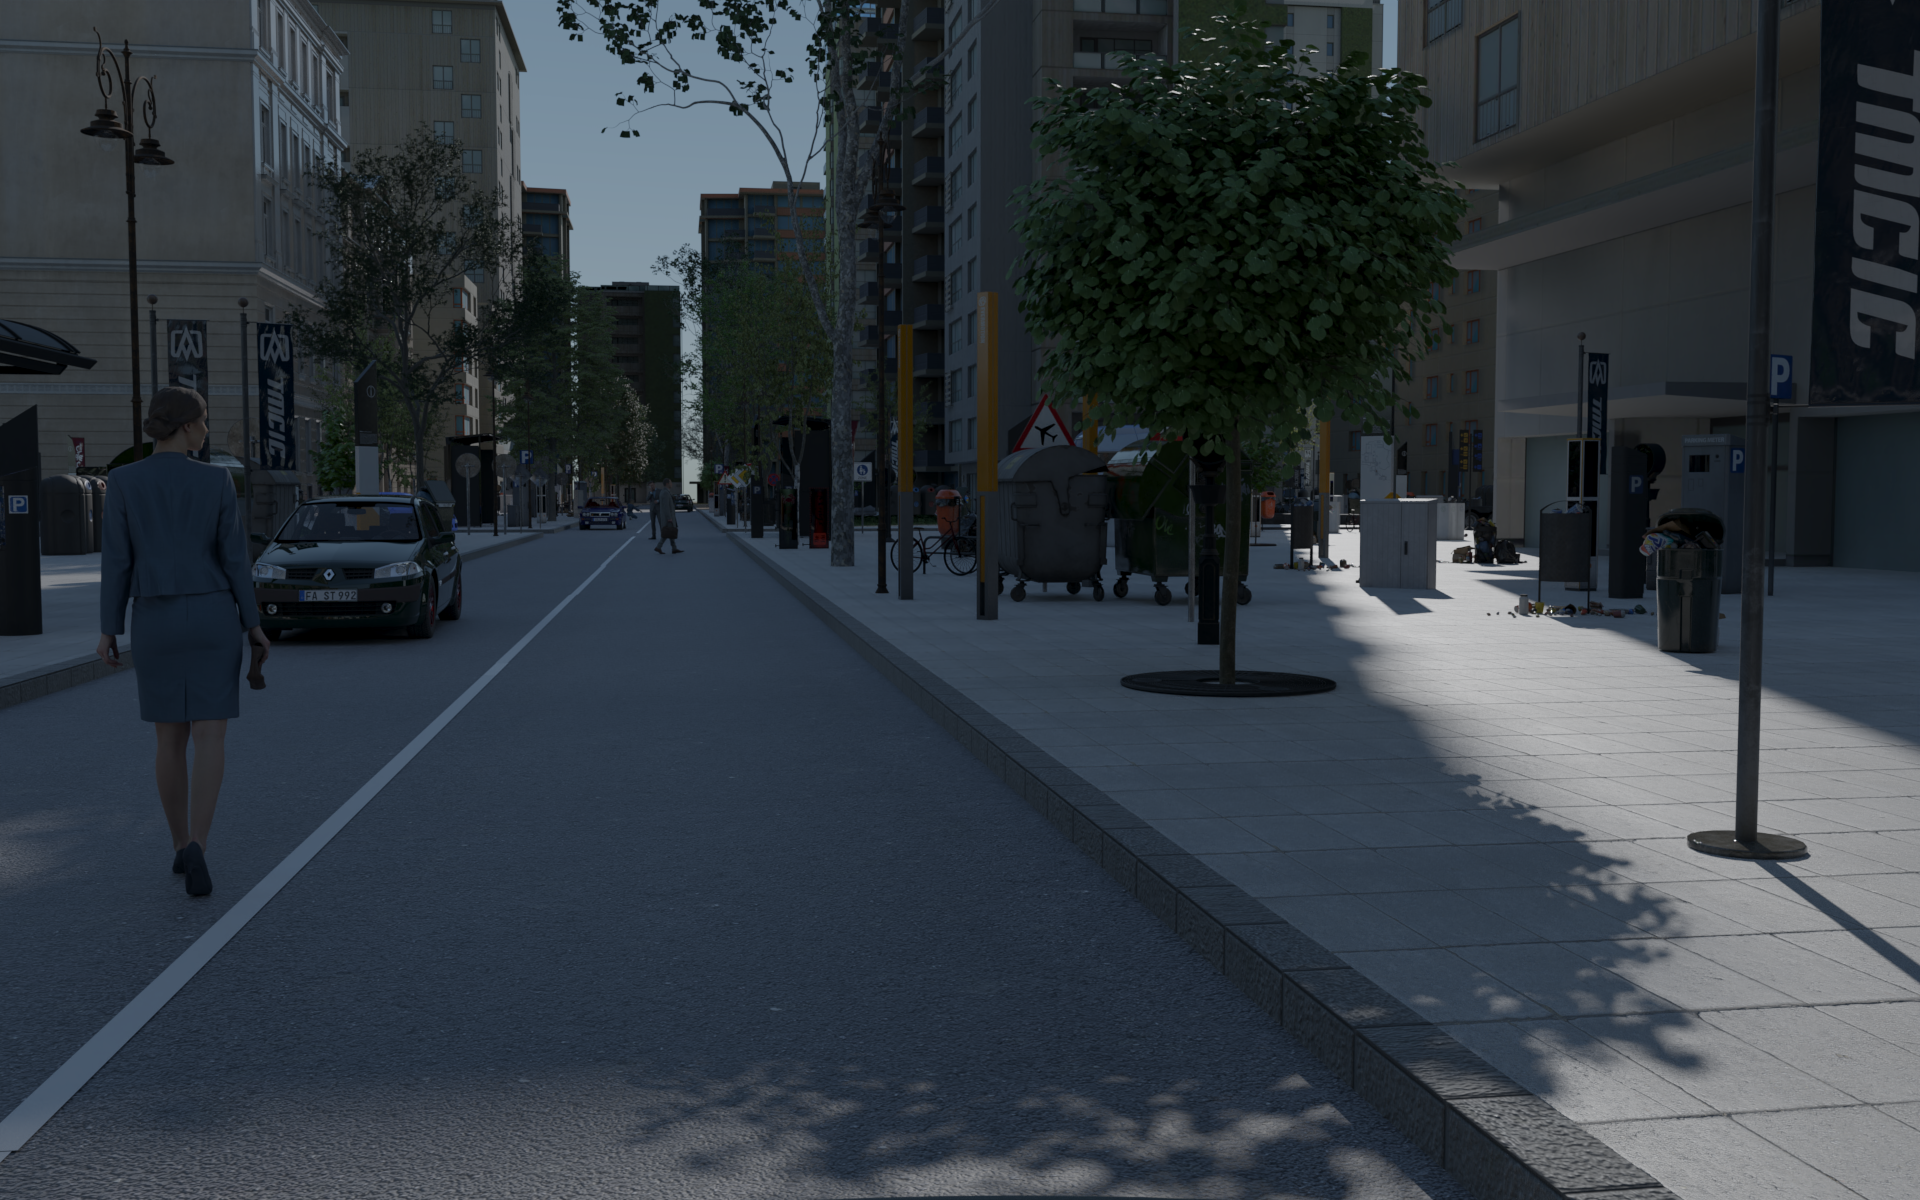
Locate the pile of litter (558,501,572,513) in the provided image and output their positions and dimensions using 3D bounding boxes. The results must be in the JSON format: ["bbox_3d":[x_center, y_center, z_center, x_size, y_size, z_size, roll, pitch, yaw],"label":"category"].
[{"bbox_3d":[-26.658,-6.280,116.638,1.176,0.858,1.719,-3,4,-37],"label":"pile of litter"}]

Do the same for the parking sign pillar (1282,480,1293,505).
[{"bbox_3d":[23.692,-8.438,126.441,1.447,3.967,1.447,-1,4,-18],"label":"parking sign pillar"}]

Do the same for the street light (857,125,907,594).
[{"bbox_3d":[-1.008,-3.025,22.243,0.468,5.910,1.993,-1,4,-9],"label":"street light"}]

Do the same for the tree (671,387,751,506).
[{"bbox_3d":[-27.529,-17.250,192.402,12.009,13.543,11.850,0,3,0],"label":"tree"}]

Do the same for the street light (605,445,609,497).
[{"bbox_3d":[-27.403,-9.867,134.117,0.468,5.910,1.993,-1,4,-9],"label":"street light"}]

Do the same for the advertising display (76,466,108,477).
[{"bbox_3d":[-20.189,-2.159,40.508,0.974,1.923,0.123,1,4,12],"label":"advertising display"}]

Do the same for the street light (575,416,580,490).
[{"bbox_3d":[-21.855,-7.737,99.285,0.468,5.910,1.993,-1,4,-9],"label":"street light"}]

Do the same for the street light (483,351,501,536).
[{"bbox_3d":[-14.143,-4.881,52.591,0.468,5.910,1.993,-1,4,-9],"label":"street light"}]

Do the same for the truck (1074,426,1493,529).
[{"bbox_3d":[12.816,-4.635,65.549,18.799,4.110,2.967,-1,4,-11],"label":"truck"}]

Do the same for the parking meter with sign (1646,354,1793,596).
[{"bbox_3d":[9.763,-1.601,22.436,0.543,3.016,1.738,-2,4,-34],"label":"parking meter with sign"}]

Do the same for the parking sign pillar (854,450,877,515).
[{"bbox_3d":[-5.772,-7.122,104.912,1.447,3.967,1.447,-3,5,-40],"label":"parking sign pillar"}]

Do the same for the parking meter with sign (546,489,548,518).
[{"bbox_3d":[-23.419,-6.018,94.663,1.738,3.016,0.543,0,4,-2],"label":"parking meter with sign"}]

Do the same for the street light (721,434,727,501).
[{"bbox_3d":[-14.145,-8.002,103.617,0.468,5.910,1.993,-1,4,-9],"label":"street light"}]

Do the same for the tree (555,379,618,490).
[{"bbox_3d":[-23.323,-9.533,106.229,4.360,8.622,3.978,0,3,0],"label":"tree"}]

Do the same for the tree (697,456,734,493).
[{"bbox_3d":[-20.751,-10.114,149.076,4.285,4.588,4.351,0,3,0],"label":"tree"}]

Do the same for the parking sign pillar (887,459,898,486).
[{"bbox_3d":[-3.467,-6.559,95.704,1.447,3.967,1.447,1,4,15],"label":"parking sign pillar"}]

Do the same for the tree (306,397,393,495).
[{"bbox_3d":[-12.391,-2.442,34.535,1.663,3.219,1.824,0,3,0],"label":"tree"}]

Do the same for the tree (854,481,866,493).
[{"bbox_3d":[-6.315,-6.588,102.307,1.663,3.219,1.824,0,3,0],"label":"tree"}]

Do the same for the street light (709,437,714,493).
[{"bbox_3d":[-19.857,-10.131,138.421,0.468,5.910,1.993,-1,4,-9],"label":"street light"}]

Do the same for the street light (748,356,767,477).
[{"bbox_3d":[-6.617,-5.155,57.064,0.468,5.910,1.993,-1,4,-9],"label":"street light"}]

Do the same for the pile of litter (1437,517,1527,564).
[{"bbox_3d":[9.678,-1.120,32.270,1.719,0.858,1.176,1,4,18],"label":"pile of litter"}]

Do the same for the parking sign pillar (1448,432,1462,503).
[{"bbox_3d":[21.536,-5.314,75.358,1.447,3.967,1.447,1,4,23],"label":"parking sign pillar"}]

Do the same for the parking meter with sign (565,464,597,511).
[{"bbox_3d":[-22.309,-6.462,101.915,0.543,3.016,1.738,3,5,43],"label":"parking meter with sign"}]

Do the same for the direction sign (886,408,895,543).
[{"bbox_3d":[-1.876,-3.297,45.911,0.379,3.537,0.876,0,4,1],"label":"direction sign"}]

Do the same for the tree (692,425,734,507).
[{"bbox_3d":[-25.388,-13.797,175.948,4.360,8.622,3.978,0,3,0],"label":"tree"}]

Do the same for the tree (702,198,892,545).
[{"bbox_3d":[-4.202,-5.707,43.667,4.737,8.622,4.395,0,3,0],"label":"tree"}]

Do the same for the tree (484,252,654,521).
[{"bbox_3d":[-19.046,-10.021,81.970,7.486,12.596,7.792,0,3,0],"label":"tree"}]

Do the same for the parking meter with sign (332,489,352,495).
[{"bbox_3d":[-24.503,-4.425,68.616,1.738,3.016,0.543,-3,5,-40],"label":"parking meter with sign"}]

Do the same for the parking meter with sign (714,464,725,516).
[{"bbox_3d":[-14.062,-6.452,101.752,0.543,3.016,1.738,0,4,-2],"label":"parking meter with sign"}]

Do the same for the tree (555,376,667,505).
[{"bbox_3d":[-32.553,-14.918,160.922,9.611,12.733,9.660,0,3,0],"label":"tree"}]

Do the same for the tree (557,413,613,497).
[{"bbox_3d":[-25.904,-10.402,120.438,4.737,8.622,4.395,0,3,0],"label":"tree"}]

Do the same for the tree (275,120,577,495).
[{"bbox_3d":[-13.099,-6.613,42.541,8.767,10.594,7.601,1,4,16],"label":"tree"}]

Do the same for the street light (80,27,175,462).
[{"bbox_3d":[-8.471,-2.752,17.779,0.468,5.910,1.993,-1,4,-9],"label":"street light"}]

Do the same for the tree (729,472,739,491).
[{"bbox_3d":[-17.740,-8.428,132.394,1.663,3.219,1.824,0,3,0],"label":"tree"}]

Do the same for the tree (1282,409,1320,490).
[{"bbox_3d":[17.218,-8.653,91.835,4.360,8.622,3.978,0,3,0],"label":"tree"}]

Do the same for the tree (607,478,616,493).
[{"bbox_3d":[-36.065,-11.369,180.485,1.663,3.219,1.824,0,3,0],"label":"tree"}]

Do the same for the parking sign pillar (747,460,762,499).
[{"bbox_3d":[-12.214,-7.070,104.073,1.447,3.967,1.447,3,4,39],"label":"parking sign pillar"}]

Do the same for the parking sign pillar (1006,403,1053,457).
[{"bbox_3d":[1.999,-3.750,49.786,1.447,3.967,1.447,0,4,-6],"label":"parking sign pillar"}]

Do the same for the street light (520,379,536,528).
[{"bbox_3d":[-16.048,-5.609,64.496,0.468,5.910,1.993,-1,4,-9],"label":"street light"}]

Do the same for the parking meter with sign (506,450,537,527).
[{"bbox_3d":[-17.295,-4.390,68.035,0.543,3.016,1.738,0,4,6],"label":"parking meter with sign"}]

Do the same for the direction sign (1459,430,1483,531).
[{"bbox_3d":[17.953,-4.216,60.935,0.876,3.537,0.379,-1,4,-12],"label":"direction sign"}]

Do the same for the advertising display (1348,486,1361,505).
[{"bbox_3d":[22.554,-5.715,98.660,0.974,1.923,0.123,3,5,42],"label":"advertising display"}]

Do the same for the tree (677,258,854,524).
[{"bbox_3d":[-8.464,-9.169,75.668,9.928,11.665,9.643,0,3,0],"label":"tree"}]

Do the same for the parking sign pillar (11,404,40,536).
[{"bbox_3d":[-28.301,-3.881,51.919,1.447,3.967,1.447,-1,4,-16],"label":"parking sign pillar"}]

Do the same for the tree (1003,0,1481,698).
[{"bbox_3d":[1.755,-1.694,11.410,4.285,4.588,4.351,0,3,0],"label":"tree"}]

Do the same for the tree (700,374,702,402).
[{"bbox_3d":[-11.123,-8.360,87.054,4.737,8.622,4.395,0,3,0],"label":"tree"}]

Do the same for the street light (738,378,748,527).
[{"bbox_3d":[-8.451,-5.823,67.994,0.468,5.910,1.993,-1,4,-9],"label":"street light"}]

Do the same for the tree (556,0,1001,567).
[{"bbox_3d":[-1.461,-10.745,31.570,12.611,20.169,13.585,0,3,0],"label":"tree"}]

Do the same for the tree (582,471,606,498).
[{"bbox_3d":[-28.026,-8.294,130.203,1.663,3.219,1.824,0,3,0],"label":"tree"}]
